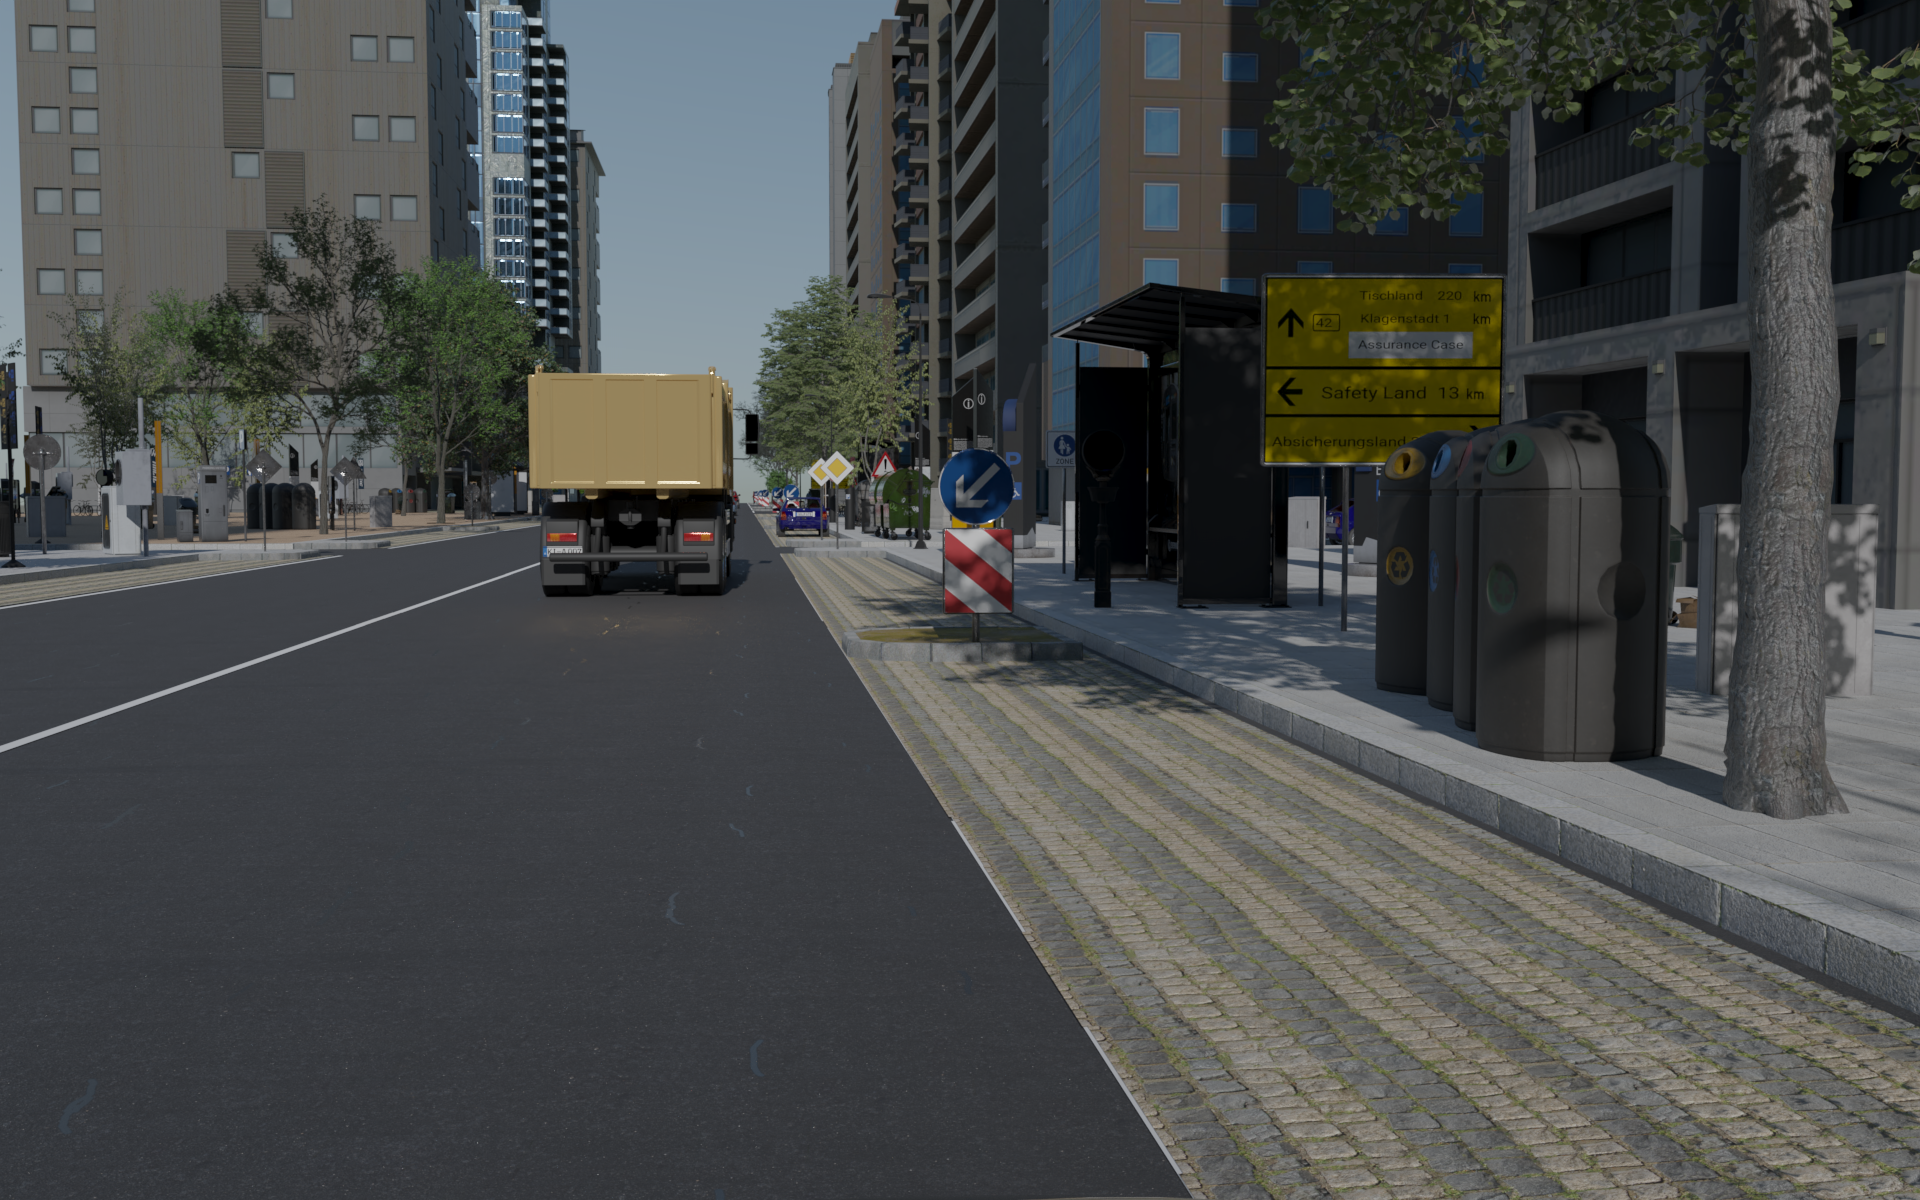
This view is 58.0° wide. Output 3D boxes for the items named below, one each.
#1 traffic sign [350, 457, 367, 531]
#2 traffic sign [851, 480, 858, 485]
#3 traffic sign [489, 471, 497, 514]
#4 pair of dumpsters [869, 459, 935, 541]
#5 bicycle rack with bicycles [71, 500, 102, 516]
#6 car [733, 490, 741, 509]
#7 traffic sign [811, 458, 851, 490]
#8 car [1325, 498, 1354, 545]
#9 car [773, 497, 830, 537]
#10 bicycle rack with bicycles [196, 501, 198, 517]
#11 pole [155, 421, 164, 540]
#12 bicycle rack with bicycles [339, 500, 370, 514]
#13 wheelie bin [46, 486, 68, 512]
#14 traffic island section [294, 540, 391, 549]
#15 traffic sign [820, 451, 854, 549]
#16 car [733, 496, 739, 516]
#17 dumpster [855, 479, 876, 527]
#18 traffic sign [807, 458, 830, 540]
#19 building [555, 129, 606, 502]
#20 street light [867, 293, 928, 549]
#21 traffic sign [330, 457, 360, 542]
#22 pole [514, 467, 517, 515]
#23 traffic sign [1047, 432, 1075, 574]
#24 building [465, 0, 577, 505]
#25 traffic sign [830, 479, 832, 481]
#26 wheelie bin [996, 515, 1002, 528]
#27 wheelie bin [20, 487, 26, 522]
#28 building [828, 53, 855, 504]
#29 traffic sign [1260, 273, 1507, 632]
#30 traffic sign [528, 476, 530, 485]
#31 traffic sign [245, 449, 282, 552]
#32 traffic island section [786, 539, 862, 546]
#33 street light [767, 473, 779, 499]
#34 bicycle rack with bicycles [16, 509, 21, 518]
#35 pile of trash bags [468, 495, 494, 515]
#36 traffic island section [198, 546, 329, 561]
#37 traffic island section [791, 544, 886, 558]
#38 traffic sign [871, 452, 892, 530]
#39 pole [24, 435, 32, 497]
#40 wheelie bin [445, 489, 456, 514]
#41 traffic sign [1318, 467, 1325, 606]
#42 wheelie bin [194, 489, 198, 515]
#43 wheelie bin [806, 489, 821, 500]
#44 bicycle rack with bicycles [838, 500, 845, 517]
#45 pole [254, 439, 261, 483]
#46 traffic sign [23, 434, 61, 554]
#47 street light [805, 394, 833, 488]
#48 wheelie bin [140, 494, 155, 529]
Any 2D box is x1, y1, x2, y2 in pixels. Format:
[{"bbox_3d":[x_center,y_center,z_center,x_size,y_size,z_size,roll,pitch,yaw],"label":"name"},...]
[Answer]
[{"bbox_3d":[-21.071,-3.682,60.208,0.884,2.594,0.081,0,4,1],"label":"traffic sign"},{"bbox_3d":[-6.274,-6.057,99.041,0.884,2.594,0.081,0,4,-2],"label":"traffic sign"},{"bbox_3d":[-25.910,-5.838,95.563,0.768,2.556,0.104,0,4,-6],"label":"traffic sign"},{"bbox_3d":[-1.668,-2.892,49.779,1.574,2.255,4.437,0,4,-7],"label":"pair of dumpsters"},{"bbox_3d":[-51.079,-5.335,100.608,2.852,0.926,2.925,-3,5,-44],"label":"bicycle rack with bicycles"},{"bbox_3d":[-22.938,-9.983,171.888,2.281,1.827,5.304,0,4,-6],"label":"car"},{"bbox_3d":[-7.360,-6.402,98.550,2.265,3.308,0.079,0,4,-5],"label":"traffic sign"},{"bbox_3d":[11.411,-1.985,45.034,3.894,1.354,1.945,0,4,-5],"label":"car"},{"bbox_3d":[-5.342,-2.813,58.572,1.945,1.354,3.894,0,4,-7],"label":"car"},{"bbox_3d":[-42.237,-4.992,94.999,2.852,0.926,2.925,-3,5,-41],"label":"bicycle rack with bicycles"},{"bbox_3d":[-22.356,-3.335,48.364,0.158,3.312,0.155,0,3,0],"label":"pole"},{"bbox_3d":[-39.533,-6.054,112.358,2.852,0.926,2.925,3,5,43],"label":"bicycle rack with bicycles"},{"bbox_3d":[-36.380,-3.786,69.804,0.693,1.594,0.980,0,4,-2],"label":"wheelie bin"},{"bbox_3d":[-16.514,-1.484,46.537,2.009,0.180,2.903,0,4,-7],"label":"traffic island section"},{"bbox_3d":[-2.845,-2.231,40.125,0.795,2.450,0.064,0,4,-7],"label":"traffic sign"},{"bbox_3d":[-15.684,-6.302,115.039,2.014,1.417,4.499,0,4,-7],"label":"car"},{"bbox_3d":[-3.518,-3.818,68.184,1.264,1.857,1.865,0,4,-7],"label":"dumpster"},{"bbox_3d":[-3.844,-2.716,48.048,0.795,2.450,0.064,0,4,-7],"label":"traffic sign"},{"bbox_3d":[-66.819,-40.556,252.323,28.713,52.752,27.495,0,4,-7],"label":"building"},{"bbox_3d":[-1.456,-4.141,40.251,1.470,5.913,1.316,0,4,-7],"label":"street light"},{"bbox_3d":[-16.491,-2.620,46.478,0.795,2.450,0.064,0,4,-7],"label":"traffic sign"},{"bbox_3d":[-27.257,-6.872,106.202,0.158,3.312,0.155,0,3,0],"label":"pole"},{"bbox_3d":[1.674,-1.571,27.812,0.606,2.300,0.079,0,4,-5],"label":"traffic sign"},{"bbox_3d":[-60.629,-55.656,222.647,22.319,86.520,31.000,0,4,-7],"label":"building"},{"bbox_3d":[-5.326,-4.563,74.708,0.768,2.556,0.104,0,4,-7],"label":"traffic sign"},{"bbox_3d":[0.999,-2.929,55.796,0.980,1.594,0.693,0,4,-3],"label":"wheelie bin"},{"bbox_3d":[-42.164,-4.328,78.665,0.980,1.594,0.693,-1,4,-20],"label":"wheelie bin"},{"bbox_3d":[-7.544,-42.669,239.630,21.231,58.520,28.212,0,4,-7],"label":"building"},{"bbox_3d":[3.908,-1.358,16.069,2.265,3.308,0.079,0,4,-1],"label":"traffic sign"},{"bbox_3d":[-28.004,-6.939,113.565,0.768,2.556,0.104,0,4,2],"label":"traffic sign"},{"bbox_3d":[-15.492,-2.135,38.556,0.795,2.450,0.064,0,4,-7],"label":"traffic sign"},{"bbox_3d":[-3.822,-1.581,48.128,2.009,0.180,2.903,0,4,-7],"label":"traffic island section"},{"bbox_3d":[-21.397,-13.833,198.707,1.470,5.913,1.316,0,4,-7],"label":"street light"},{"bbox_3d":[-51.202,-4.835,92.441,2.852,0.926,2.925,-1,4,-16],"label":"bicycle rack with bicycles"},{"bbox_3d":[-29.961,-6.061,108.850,1.912,1.369,3.447,-1,4,-13],"label":"pile of trash bags"},{"bbox_3d":[-15.514,-0.999,38.615,2.009,0.180,2.903,0,4,-7],"label":"traffic island section"},{"bbox_3d":[-2.822,-1.096,40.205,2.009,0.180,2.903,0,4,-7],"label":"traffic island section"},{"bbox_3d":[-2.281,-3.250,53.140,0.884,2.594,0.081,0,4,1],"label":"traffic sign"},{"bbox_3d":[-32.108,-4.027,59.682,0.158,3.312,0.155,0,3,0],"label":"pole"},{"bbox_3d":[-33.579,-6.474,113.762,0.980,1.594,0.693,1,4,11],"label":"wheelie bin"},{"bbox_3d":[4.127,-1.078,19.749,0.606,2.300,0.079,0,4,-4],"label":"traffic sign"},{"bbox_3d":[-45.862,-5.920,104.699,0.693,1.594,0.980,2,4,28],"label":"wheelie bin"},{"bbox_3d":[-8.502,-5.657,100.407,0.980,1.594,0.693,-2,4,-34],"label":"wheelie bin"},{"bbox_3d":[-8.564,-5.842,108.897,2.852,0.926,2.925,-1,4,-18],"label":"bicycle rack with bicycles"},{"bbox_3d":[-26.212,-4.331,64.651,0.158,3.312,0.155,0,3,0],"label":"pole"},{"bbox_3d":[-19.475,-2.242,36.770,0.768,2.556,0.104,0,4,-7],"label":"traffic sign"},{"bbox_3d":[-6.519,-6.609,80.598,1.470,5.913,1.316,0,4,-7],"label":"street light"},{"bbox_3d":[-29.978,-3.399,63.483,0.693,1.594,0.980,0,4,-2],"label":"wheelie bin"}]
